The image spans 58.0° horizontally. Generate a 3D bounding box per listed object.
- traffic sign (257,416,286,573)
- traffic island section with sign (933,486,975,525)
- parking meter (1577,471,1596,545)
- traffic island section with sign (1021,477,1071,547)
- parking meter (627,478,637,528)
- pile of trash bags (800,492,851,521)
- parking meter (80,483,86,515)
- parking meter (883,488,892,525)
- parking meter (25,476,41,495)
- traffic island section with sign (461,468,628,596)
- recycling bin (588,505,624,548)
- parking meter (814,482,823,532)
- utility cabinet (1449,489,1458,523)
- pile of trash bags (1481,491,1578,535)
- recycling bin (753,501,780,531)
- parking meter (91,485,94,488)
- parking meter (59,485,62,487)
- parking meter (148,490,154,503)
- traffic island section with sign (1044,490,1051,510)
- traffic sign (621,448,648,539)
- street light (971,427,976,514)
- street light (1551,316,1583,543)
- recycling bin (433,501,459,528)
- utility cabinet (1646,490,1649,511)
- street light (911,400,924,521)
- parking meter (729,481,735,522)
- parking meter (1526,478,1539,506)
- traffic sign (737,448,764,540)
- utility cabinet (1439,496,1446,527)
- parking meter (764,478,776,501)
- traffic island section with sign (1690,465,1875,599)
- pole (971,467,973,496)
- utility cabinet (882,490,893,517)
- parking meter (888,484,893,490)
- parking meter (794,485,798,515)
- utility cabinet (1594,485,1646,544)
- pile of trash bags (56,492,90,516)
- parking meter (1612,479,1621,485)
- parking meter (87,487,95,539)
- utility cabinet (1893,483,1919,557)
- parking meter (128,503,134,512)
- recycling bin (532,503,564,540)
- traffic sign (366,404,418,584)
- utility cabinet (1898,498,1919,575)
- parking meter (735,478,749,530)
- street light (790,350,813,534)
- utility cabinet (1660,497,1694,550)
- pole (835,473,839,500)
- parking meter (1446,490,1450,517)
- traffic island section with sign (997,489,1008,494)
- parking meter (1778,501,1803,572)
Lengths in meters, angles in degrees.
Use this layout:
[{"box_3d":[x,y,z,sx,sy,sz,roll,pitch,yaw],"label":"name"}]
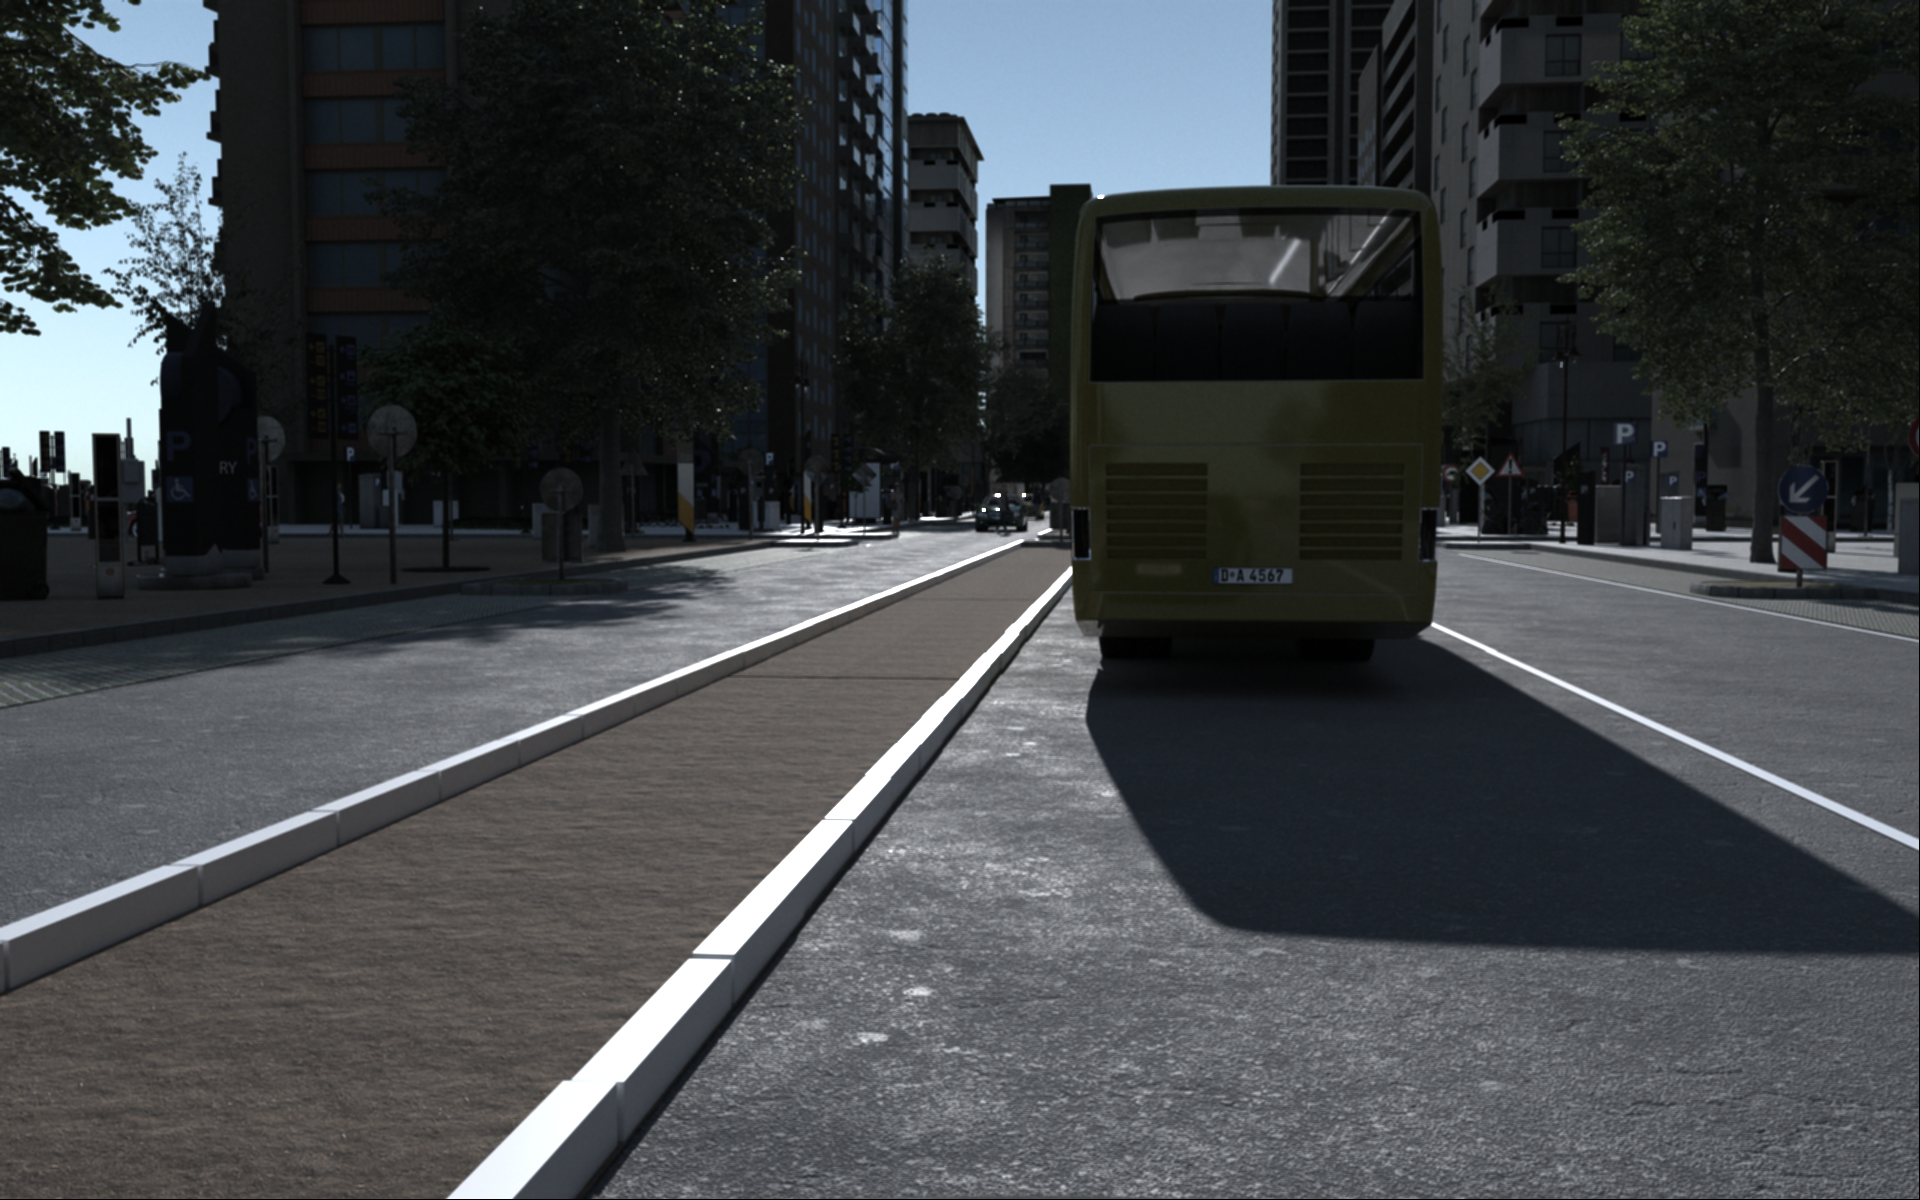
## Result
[{"box_3d":[-11.296,-1.713,28.117,0.768,2.556,0.104,1,4,12],"label":"traffic sign"},{"box_3d":[-0.175,-4.364,79.976,1.989,1.847,2.006,0,4,6],"label":"traffic island section with sign"},{"box_3d":[15.841,-2.331,43.830,0.255,1.863,0.399,-3,5,-41],"label":"parking meter"},{"box_3d":[2.721,-2.385,47.138,2.006,1.907,1.989,0,4,6],"label":"traffic island section with sign"},{"box_3d":[-11.632,-3.405,61.380,0.255,1.863,0.399,-2,4,-24],"label":"parking meter"},{"box_3d":[-6.362,-4.595,84.875,1.912,1.369,3.447,-2,4,-34],"label":"pile of trash bags"},{"box_3d":[-45.553,-5.140,89.752,0.255,1.863,0.399,1,4,18],"label":"parking meter"},{"box_3d":[-3.058,-3.936,72.766,0.372,1.533,0.369,0,3,0],"label":"parking meter"},{"box_3d":[-13.475,-1.017,25.038,0.372,1.533,0.369,0,3,0],"label":"parking meter"},{"box_3d":[-5.946,-1.014,25.204,1.989,1.847,2.006,0,4,6],"label":"traffic island section with sign"},{"box_3d":[-8.496,-1.776,41.598,0.722,1.027,0.722,0,4,1],"label":"recycling bin"},{"box_3d":[-4.744,-3.203,58.075,0.255,1.863,0.399,-1,4,-17],"label":"parking meter"},{"box_3d":[21.737,-4.136,76.308,0.318,1.500,1.173,1,4,13],"label":"utility cabinet"},{"box_3d":[18.225,-2.760,54.874,1.912,1.369,3.447,-3,5,-42],"label":"pile of trash bags"},{"box_3d":[-6.766,-2.937,60.569,0.722,1.027,0.722,1,4,22],"label":"recycling bin"},{"box_3d":[-55.942,-6.485,111.739,0.399,1.863,0.255,3,5,41],"label":"parking meter"},{"box_3d":[-55.662,-6.222,107.438,0.399,1.863,0.255,-2,4,-33],"label":"parking meter"},{"box_3d":[-52.295,-6.335,111.983,0.372,1.533,0.369,0,3,0],"label":"parking meter"},{"box_3d":[7.986,-9.098,157.374,1.989,1.847,2.006,0,4,6],"label":"traffic island section with sign"},{"box_3d":[-9.281,-3.007,49.165,0.884,2.594,0.081,0,4,7],"label":"traffic sign"},{"box_3d":[0.849,-8.495,111.676,0.468,5.910,1.993,0,4,6],"label":"street light"},{"box_3d":[15.720,-4.417,45.012,0.468,5.910,1.993,0,4,6],"label":"street light"},{"box_3d":[-19.656,-3.283,66.231,0.722,1.027,0.722,1,4,9],"label":"recycling bin"},{"box_3d":[36.620,-5.199,93.675,1.173,1.500,0.318,0,4,3],"label":"utility cabinet"},{"box_3d":[-2.079,-6.788,83.765,0.468,5.910,1.993,0,4,6],"label":"street light"},{"box_3d":[-10.356,-4.490,79.119,0.255,1.863,0.399,-2,4,-34],"label":"parking meter"},{"box_3d":[20.650,-3.473,62.491,0.399,1.863,0.255,1,4,12],"label":"parking meter"},{"box_3d":[-5.854,-2.953,48.393,0.768,2.556,0.104,1,4,10],"label":"traffic sign"},{"box_3d":[18.700,-3.511,68.567,0.306,1.237,1.020,-3,5,-41],"label":"utility cabinet"},{"box_3d":[-7.116,-3.615,64.816,0.399,1.863,0.255,-3,5,-40],"label":"parking meter"},{"box_3d":[11.479,-0.966,24.418,1.989,1.847,2.006,0,4,6],"label":"traffic island section with sign"},{"box_3d":[0.971,-8.376,130.795,0.158,3.312,0.155,0,3,0],"label":"pole"},{"box_3d":[-3.893,-5.324,95.719,1.173,1.500,0.318,-3,5,-41],"label":"utility cabinet"},{"box_3d":[-4.169,-6.069,104.935,0.399,1.863,0.255,3,5,45],"label":"parking meter"},{"box_3d":[-10.261,-6.253,107.948,0.255,1.863,0.399,-1,4,-9],"label":"parking meter"},{"box_3d":[16.796,-2.175,44.244,1.173,1.500,0.318,0,4,-4],"label":"utility cabinet"},{"box_3d":[-49.850,-5.406,98.137,1.912,1.369,3.447,3,5,44],"label":"pile of trash bags"},{"box_3d":[26.305,-3.896,69.403,0.255,1.863,0.399,-1,4,-10],"label":"parking meter"},{"box_3d":[-24.638,-2.502,49.315,0.372,1.533,0.369,0,3,0],"label":"parking meter"},{"box_3d":[19.037,-1.559,34.174,0.318,1.500,1.173,-1,4,-17],"label":"utility cabinet"},{"box_3d":[-58.519,-6.960,122.203,0.372,1.533,0.369,0,3,0],"label":"parking meter"},{"box_3d":[-11.562,-2.210,48.685,0.722,1.027,0.722,0,4,4],"label":"recycling bin"},{"box_3d":[-8.090,-1.501,24.651,0.768,2.556,0.104,0,4,7],"label":"traffic sign"},{"box_3d":[15.368,-0.983,27.235,1.020,1.237,0.306,3,5,41],"label":"utility cabinet"},{"box_3d":[-7.636,-3.397,61.258,0.399,1.863,0.255,1,4,11],"label":"parking meter"},{"box_3d":[-5.088,-5.081,55.863,0.468,5.910,1.993,0,4,6],"label":"street light"},{"box_3d":[16.674,-1.783,40.313,0.306,1.237,1.020,0,4,-3],"label":"utility cabinet"},{"box_3d":[-8.344,-7.555,117.374,0.158,3.312,0.155,0,3,0],"label":"pole"},{"box_3d":[27.127,-5.352,95.912,0.372,1.533,0.369,0,3,0],"label":"parking meter"},{"box_3d":[2.679,-6.021,107.070,1.989,1.847,2.006,0,4,6],"label":"traffic island section with sign"},{"box_3d":[13.669,-1.227,28.474,0.372,1.533,0.369,0,3,0],"label":"parking meter"}]
